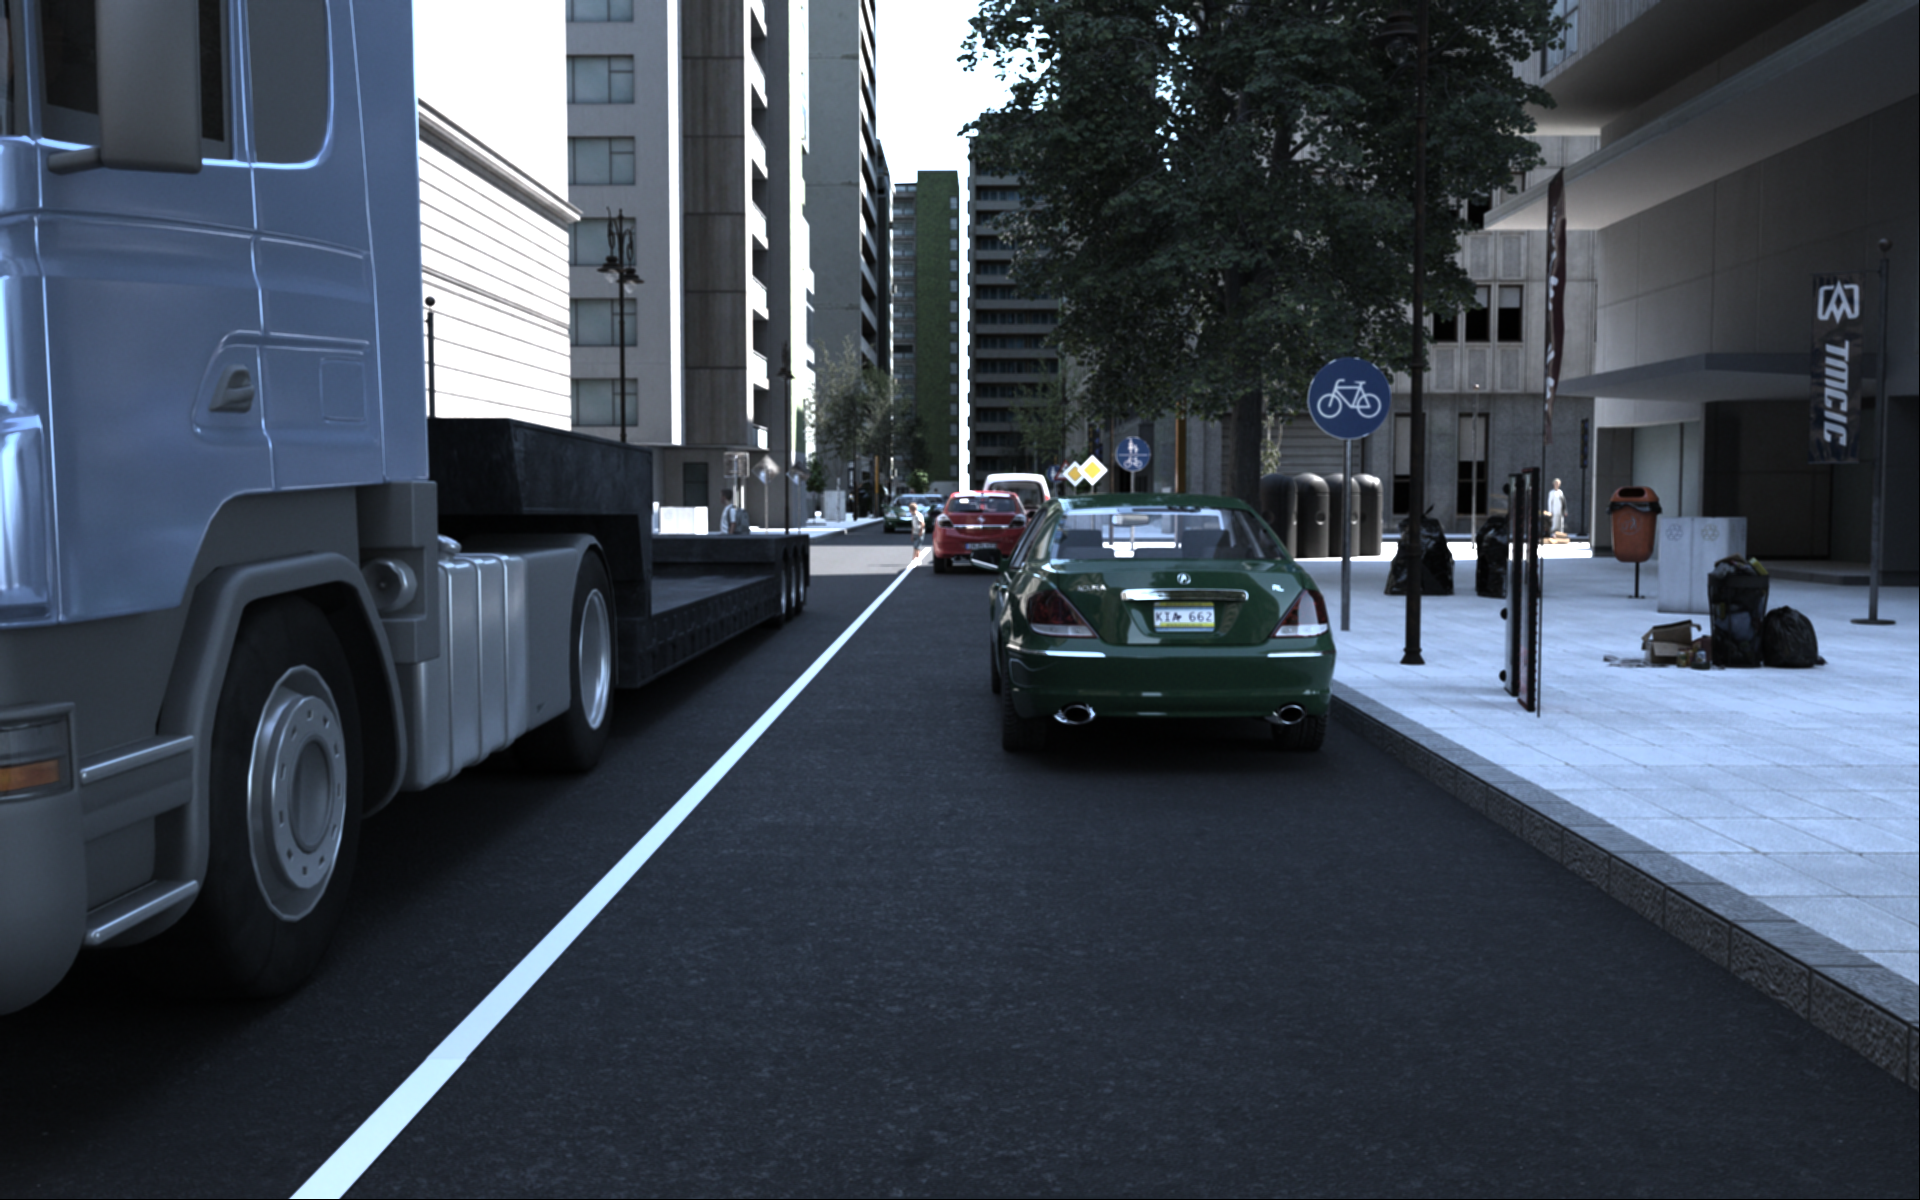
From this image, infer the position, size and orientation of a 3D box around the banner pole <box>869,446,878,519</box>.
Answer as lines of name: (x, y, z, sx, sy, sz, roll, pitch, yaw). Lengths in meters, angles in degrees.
banner pole: (-4.537, -6.076, 89.357, 0.401, 3.779, 0.863, 1, 4, 17)

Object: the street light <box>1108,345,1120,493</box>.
street light: (3.751, -4.282, 42.800, 0.468, 5.910, 1.993, 0, 4, 1)

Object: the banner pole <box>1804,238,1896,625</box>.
banner pole: (8.854, -1.661, 17.177, 0.863, 3.779, 0.401, 2, 4, 33)

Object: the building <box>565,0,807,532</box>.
building: (-13.200, -23.068, 60.764, 14.154, 41.232, 14.086, 0, 4, 1)

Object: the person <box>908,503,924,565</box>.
person: (-0.877, -1.331, 34.945, 0.352, 1.250, 0.332, 1, 4, 8)

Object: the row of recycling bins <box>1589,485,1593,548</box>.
row of recycling bins: (15.343, -1.999, 39.802, 1.069, 1.692, 3.534, 0, 4, 2)

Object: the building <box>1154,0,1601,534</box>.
building: (17.369, -14.819, 60.316, 19.932, 24.808, 12.078, 0, 4, 1)

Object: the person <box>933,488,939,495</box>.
person: (-1.397, -6.023, 107.319, 0.599, 1.781, 0.374, 1, 4, 18)

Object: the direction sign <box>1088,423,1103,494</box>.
direction sign: (4.278, -3.874, 55.330, 0.379, 3.537, 0.876, -1, 4, -18)

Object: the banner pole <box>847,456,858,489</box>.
banner pole: (-6.942, -7.535, 113.206, 0.863, 3.779, 0.401, 0, 4, 7)

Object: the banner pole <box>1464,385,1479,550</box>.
banner pole: (11.899, -3.064, 40.106, 0.401, 3.779, 0.863, 1, 4, 12)

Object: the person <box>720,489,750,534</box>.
person: (-3.331, -0.855, 25.079, 0.503, 1.515, 0.523, 3, 5, 43)

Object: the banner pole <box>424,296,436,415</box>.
banner pole: (-6.825, -1.946, 21.828, 0.401, 3.779, 0.863, 2, 4, 31)

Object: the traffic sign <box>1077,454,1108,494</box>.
traffic sign: (3.362, -2.471, 44.044, 0.795, 2.450, 0.064, 0, 4, 1)

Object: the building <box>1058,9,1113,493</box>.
building: (14.964, -27.942, 140.444, 14.154, 41.232, 14.086, 0, 4, 1)

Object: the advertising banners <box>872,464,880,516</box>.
advertising banners: (-4.973, -6.455, 101.729, 0.090, 3.025, 2.074, 1, 4, 12)

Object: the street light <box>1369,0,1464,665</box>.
street light: (3.420, -2.454, 12.912, 0.468, 5.910, 1.993, 0, 4, 1)

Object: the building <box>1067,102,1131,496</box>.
building: (17.253, -18.681, 109.956, 19.350, 26.468, 34.151, 0, 4, 1)

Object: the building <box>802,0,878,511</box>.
building: (-17.835, -31.426, 137.514, 21.300, 48.544, 21.600, 0, 4, 1)

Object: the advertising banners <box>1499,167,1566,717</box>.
advertising banners: (3.417, -0.867, 10.364, 0.090, 3.025, 2.074, 1, 4, 11)

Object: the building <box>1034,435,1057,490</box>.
building: (19.522, -53.221, 182.837, 22.319, 86.520, 31.000, 0, 4, 1)

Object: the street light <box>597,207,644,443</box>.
street light: (-5.496, -3.391, 28.226, 0.468, 5.910, 1.993, 0, 4, 1)

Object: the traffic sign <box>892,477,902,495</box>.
traffic sign: (-4.680, -7.727, 126.342, 0.884, 2.594, 0.081, 0, 4, 5)

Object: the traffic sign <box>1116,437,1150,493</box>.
traffic sign: (3.852, -2.357, 38.642, 0.768, 2.556, 0.104, 0, 4, 2)

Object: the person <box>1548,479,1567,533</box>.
person: (16.280, -2.390, 47.454, 0.818, 1.842, 0.514, 2, 4, 28)

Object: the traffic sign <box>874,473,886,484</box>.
traffic sign: (-4.795, -6.292, 102.975, 0.768, 2.556, 0.104, 0, 4, 5)

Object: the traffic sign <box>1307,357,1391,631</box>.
traffic sign: (3.621, -0.984, 16.199, 0.768, 2.556, 0.104, 0, 4, 4)

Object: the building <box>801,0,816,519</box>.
building: (-18.799, -47.837, 94.814, 22.319, 86.520, 31.000, 0, 4, 1)

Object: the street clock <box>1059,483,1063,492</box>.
street clock: (6.423, -6.405, 109.291, 0.358, 2.002, 0.471, -2, 4, -25)

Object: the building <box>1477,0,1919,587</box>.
building: (23.847, -26.437, 21.484, 28.713, 52.752, 27.495, 0, 4, 1)

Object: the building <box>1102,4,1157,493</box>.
building: (14.562, -17.578, 80.916, 14.314, 27.812, 24.014, 0, 4, 1)

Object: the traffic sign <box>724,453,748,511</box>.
traffic sign: (-5.517, -2.479, 42.662, 0.606, 2.300, 0.079, 0, 4, 5)

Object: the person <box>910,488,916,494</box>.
person: (-3.011, -6.277, 111.102, 0.573, 1.828, 0.580, -3, 5, -44)

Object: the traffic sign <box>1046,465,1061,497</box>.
traffic sign: (4.163, -4.629, 75.784, 0.768, 2.556, 0.104, 0, 4, 5)

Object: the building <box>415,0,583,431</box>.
building: (-20.673, -11.763, 34.132, 24.055, 21.916, 13.314, 0, 4, 1)

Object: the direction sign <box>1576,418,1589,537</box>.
direction sign: (18.840, -3.690, 52.325, 0.379, 3.537, 0.876, 1, 4, 8)

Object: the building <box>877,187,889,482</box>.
building: (-13.779, -23.520, 156.250, 14.160, 30.474, 14.107, 0, 4, 1)

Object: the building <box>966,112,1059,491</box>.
building: (11.661, -36.666, 223.183, 21.600, 48.544, 21.300, 0, 4, 1)

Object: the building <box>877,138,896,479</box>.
building: (-19.045, -30.117, 184.297, 23.993, 40.220, 32.217, 0, 4, 1)

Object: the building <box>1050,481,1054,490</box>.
building: (18.865, -43.948, 156.801, 20.563, 71.187, 20.611, 0, 4, 1)

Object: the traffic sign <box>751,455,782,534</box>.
traffic sign: (-4.931, -2.478, 44.161, 0.795, 2.450, 0.064, 0, 4, 1)

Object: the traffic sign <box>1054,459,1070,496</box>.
traffic sign: (3.957, -3.963, 64.798, 0.884, 2.594, 0.081, 0, 4, 8)

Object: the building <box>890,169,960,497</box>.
building: (-6.962, -32.852, 220.720, 14.086, 41.232, 14.154, 0, 4, 1)

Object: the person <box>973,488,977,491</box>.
person: (0.673, -4.739, 86.818, 0.643, 1.720, 0.563, 2, 4, 32)

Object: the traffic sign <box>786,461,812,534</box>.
traffic sign: (-4.838, -2.967, 52.145, 0.795, 2.450, 0.064, 0, 4, 1)

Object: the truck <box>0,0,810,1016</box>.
truck: (-3.071, -1.355, 11.910, 2.967, 4.110, 18.799, 0, 3, 0)

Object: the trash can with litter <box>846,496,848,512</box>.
trash can with litter: (-8.011, -6.365, 115.452, 1.055, 1.170, 0.624, 2, 4, 33)

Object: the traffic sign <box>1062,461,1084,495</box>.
traffic sign: (3.455, -2.959, 52.029, 0.795, 2.450, 0.064, 0, 4, 1)

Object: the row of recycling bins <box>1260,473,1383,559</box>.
row of recycling bins: (7.289, -1.702, 34.945, 3.534, 1.692, 1.069, -3, 4, -39)
